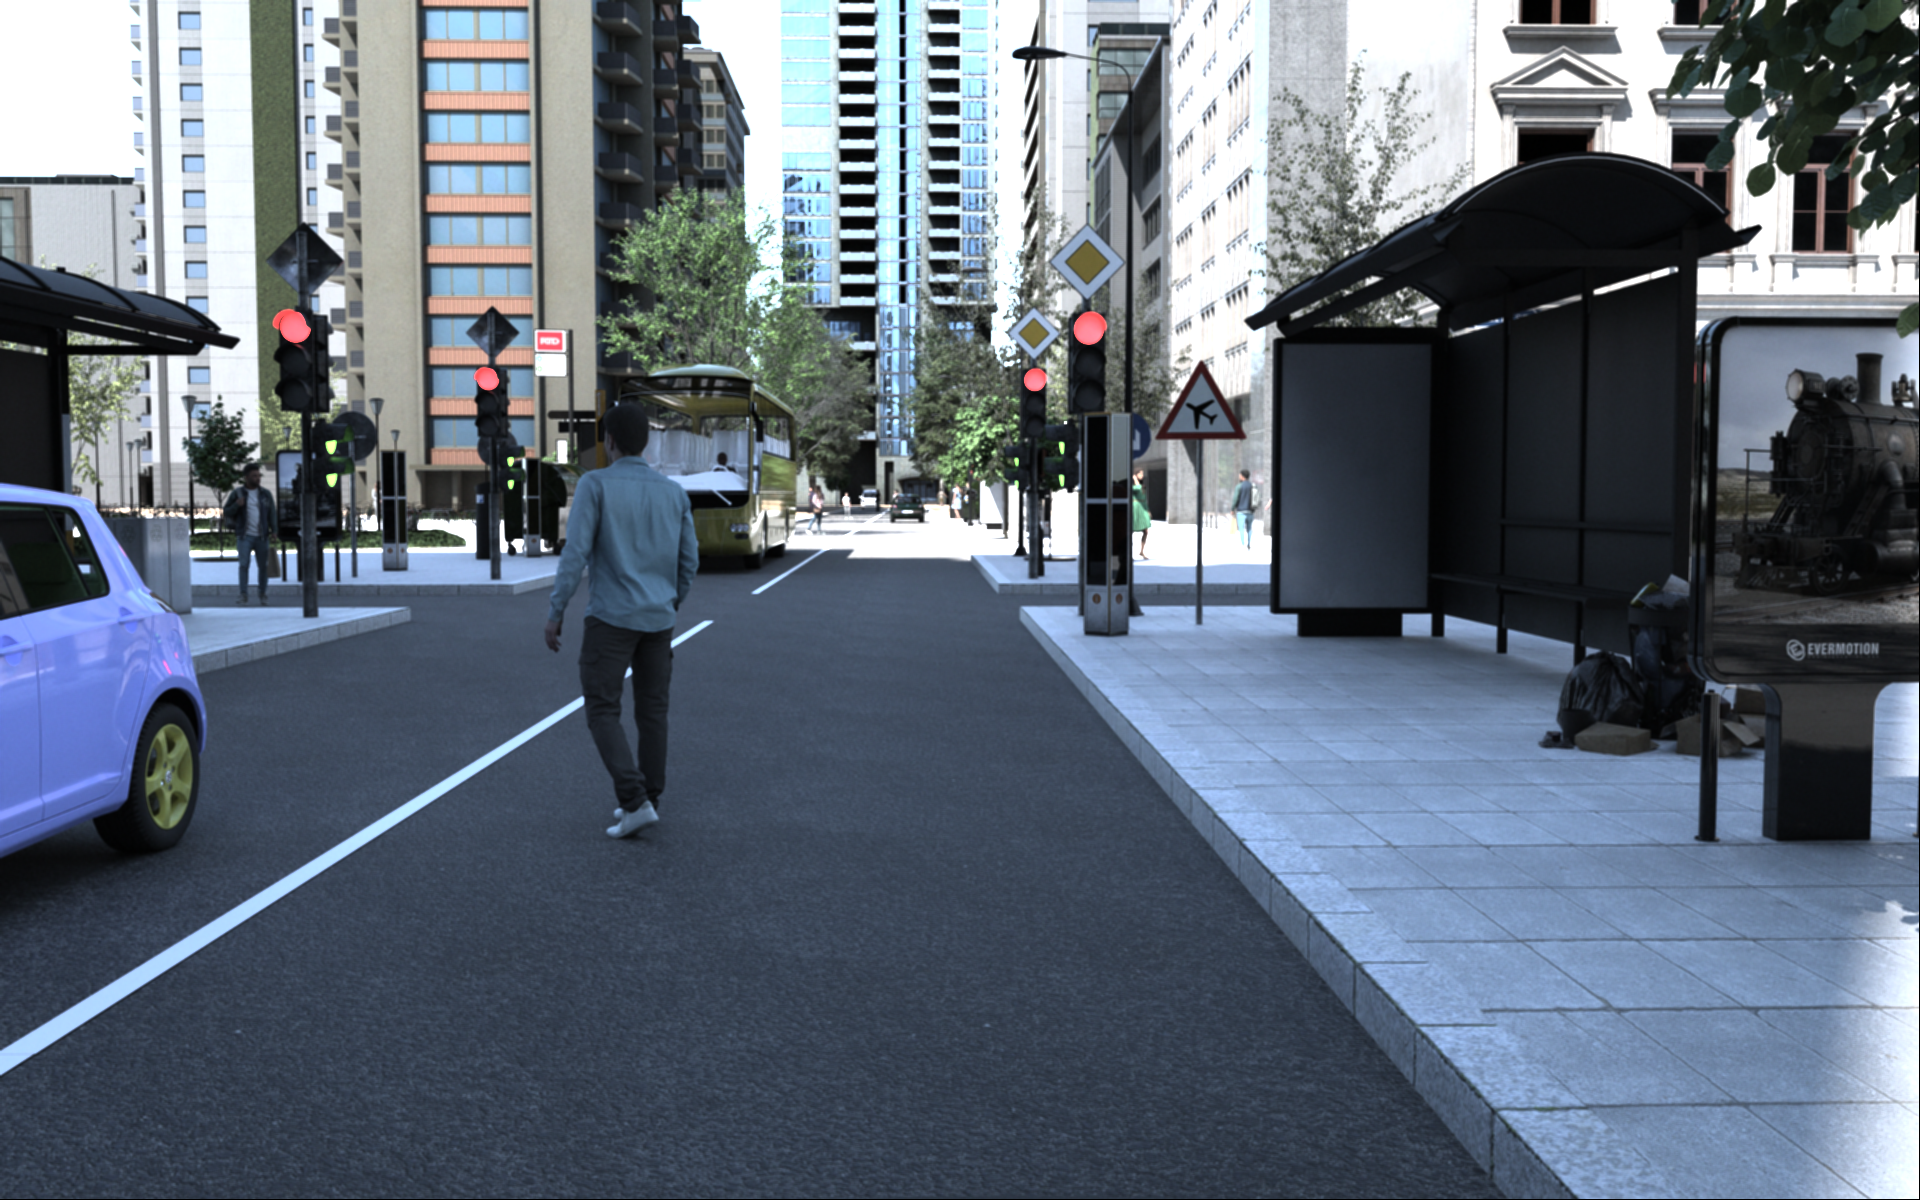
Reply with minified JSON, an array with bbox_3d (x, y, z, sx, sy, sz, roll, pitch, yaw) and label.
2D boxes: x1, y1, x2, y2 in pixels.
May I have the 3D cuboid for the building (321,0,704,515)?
[{"bbox_3d":[-28.952,-28.127,114.505,22.147,44.769,28.867,0,4,-2],"label":"building"}]

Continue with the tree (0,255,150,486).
[{"bbox_3d":[-27.789,-6.360,54.346,4.737,8.622,4.395,0,3,0],"label":"tree"}]

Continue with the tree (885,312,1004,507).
[{"bbox_3d":[-1.243,-19.644,177.074,12.611,20.169,13.585,0,3,0],"label":"tree"}]

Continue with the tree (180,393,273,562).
[{"bbox_3d":[-14.078,-2.365,33.270,1.663,3.219,1.824,0,3,0],"label":"tree"}]

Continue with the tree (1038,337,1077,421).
[{"bbox_3d":[4.926,-7.841,78.566,4.737,8.622,4.395,0,3,0],"label":"tree"}]

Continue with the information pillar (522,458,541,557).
[{"bbox_3d":[-8.692,-1.876,35.157,0.304,2.012,0.304,-2,4,-27],"label":"information pillar"}]

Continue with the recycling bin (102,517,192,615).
[{"bbox_3d":[-8.686,-0.355,18.364,0.722,1.027,0.722,1,4,15],"label":"recycling bin"}]

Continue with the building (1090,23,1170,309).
[{"bbox_3d":[15.061,-20.718,110.446,14.160,30.474,14.107,0,4,-2],"label":"building"}]

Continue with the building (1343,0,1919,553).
[{"bbox_3d":[19.915,-12.462,39.918,21.152,22.565,11.583,0,4,-2],"label":"building"}]

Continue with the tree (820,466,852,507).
[{"bbox_3d":[-12.644,-11.778,176.289,4.285,4.588,4.351,0,3,0],"label":"tree"}]

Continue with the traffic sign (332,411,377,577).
[{"bbox_3d":[-9.348,-1.625,26.670,0.768,2.556,0.104,0,4,3],"label":"traffic sign"}]

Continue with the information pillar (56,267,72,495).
[{"bbox_3d":[-9.390,-1.638,18.137,0.183,3.616,0.504,-2,4,-34],"label":"information pillar"}]

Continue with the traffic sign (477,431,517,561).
[{"bbox_3d":[-8.851,-2.022,33.161,0.768,2.556,0.104,0,4,-1],"label":"traffic sign"}]

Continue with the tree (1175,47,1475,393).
[{"bbox_3d":[6.727,-4.856,29.751,4.360,8.622,3.978,0,3,0],"label":"tree"}]

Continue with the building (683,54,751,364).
[{"bbox_3d":[-30.953,-28.131,151.822,23.993,40.220,32.217,0,4,-2],"label":"building"}]

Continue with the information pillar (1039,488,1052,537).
[{"bbox_3d":[2.568,-2.929,52.381,0.304,2.012,0.304,-2,4,-29],"label":"information pillar"}]

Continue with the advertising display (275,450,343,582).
[{"bbox_3d":[-9.521,-1.231,25.347,0.974,1.923,0.123,1,4,10],"label":"advertising display"}]

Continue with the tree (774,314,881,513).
[{"bbox_3d":[-9.962,-12.888,117.368,9.857,13.997,8.962,0,3,0],"label":"tree"}]

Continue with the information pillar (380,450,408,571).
[{"bbox_3d":[-9.467,-1.498,28.980,0.304,2.012,0.304,1,4,15],"label":"information pillar"}]

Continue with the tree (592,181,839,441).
[{"bbox_3d":[-8.462,-8.108,58.321,9.928,11.665,9.643,0,3,0],"label":"tree"}]

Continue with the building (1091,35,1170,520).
[{"bbox_3d":[15.057,-16.341,86.239,14.314,24.678,30.058,0,4,-2],"label":"building"}]

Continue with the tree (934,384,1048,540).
[{"bbox_3d":[1.224,-4.004,49.175,4.285,4.588,4.351,0,3,0],"label":"tree"}]

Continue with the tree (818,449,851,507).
[{"bbox_3d":[-12.141,-13.278,167.455,4.360,8.622,3.978,0,3,0],"label":"tree"}]

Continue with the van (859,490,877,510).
[{"bbox_3d":[-8.362,-9.415,160.951,2.013,2.044,4.112,0,4,-3],"label":"van"}]

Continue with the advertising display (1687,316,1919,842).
[{"bbox_3d":[3.193,-0.073,6.402,0.974,1.923,0.123,0,4,-4],"label":"advertising display"}]

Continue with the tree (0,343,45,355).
[{"bbox_3d":[-39.078,-7.398,71.317,4.360,8.622,3.978,0,3,0],"label":"tree"}]

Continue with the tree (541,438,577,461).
[{"bbox_3d":[-22.169,-7.046,98.912,4.285,4.588,4.351,0,3,0],"label":"tree"}]

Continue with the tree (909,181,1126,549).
[{"bbox_3d":[1.246,-5.501,40.309,4.360,8.622,3.978,0,3,0],"label":"tree"}]

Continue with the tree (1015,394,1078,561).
[{"bbox_3d":[1.880,-2.377,33.471,1.663,3.219,1.824,0,3,0],"label":"tree"}]

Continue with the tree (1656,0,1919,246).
[{"bbox_3d":[3.312,-1.218,3.633,4.285,4.588,4.351,0,3,0],"label":"tree"}]

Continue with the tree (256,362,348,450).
[{"bbox_3d":[-33.095,-8.405,87.776,4.737,8.622,4.395,0,3,0],"label":"tree"}]

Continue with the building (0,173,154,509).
[{"bbox_3d":[-79.183,-23.736,159.792,14.107,30.474,14.160,0,4,-2],"label":"building"}]

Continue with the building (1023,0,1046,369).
[{"bbox_3d":[17.034,-32.675,157.943,21.300,48.544,21.600,0,4,-2],"label":"building"}]

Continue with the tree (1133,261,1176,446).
[{"bbox_3d":[5.381,-6.434,55.561,4.360,8.622,3.978,0,3,0],"label":"tree"}]

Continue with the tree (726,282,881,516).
[{"bbox_3d":[-9.847,-11.591,99.887,12.009,13.543,11.850,0,3,0],"label":"tree"}]

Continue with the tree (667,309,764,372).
[{"bbox_3d":[-9.324,-7.144,67.173,4.360,8.622,3.978,0,3,0],"label":"tree"}]

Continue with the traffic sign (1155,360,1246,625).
[{"bbox_3d":[2.350,-1.037,16.958,0.884,2.594,0.081,0,4,2],"label":"traffic sign"}]

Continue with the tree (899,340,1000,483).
[{"bbox_3d":[-0.233,-14.553,144.593,9.857,13.997,8.962,0,3,0],"label":"tree"}]

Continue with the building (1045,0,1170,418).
[{"bbox_3d":[17.079,-36.118,132.526,21.231,58.520,28.212,0,4,-2],"label":"building"}]

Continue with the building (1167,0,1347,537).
[{"bbox_3d":[14.829,-14.878,61.272,12.078,24.808,19.932,0,4,-2],"label":"building"}]

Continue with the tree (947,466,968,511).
[{"bbox_3d":[-0.501,-8.308,130.441,1.663,3.219,1.824,0,3,0],"label":"tree"}]

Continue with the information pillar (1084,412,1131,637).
[{"bbox_3d":[1.332,-0.686,15.712,0.304,2.012,0.304,3,5,42],"label":"information pillar"}]

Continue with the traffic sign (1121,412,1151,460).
[{"bbox_3d":[2.571,-1.633,26.812,0.768,2.556,0.104,0,4,4],"label":"traffic sign"}]

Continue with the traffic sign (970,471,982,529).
[{"bbox_3d":[0.764,-3.916,64.135,0.768,2.556,0.104,0,4,6],"label":"traffic sign"}]

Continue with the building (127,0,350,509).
[{"bbox_3d":[-57.960,-37.603,156.815,28.212,58.520,21.231,0,4,-2],"label":"building"}]

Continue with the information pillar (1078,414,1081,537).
[{"bbox_3d":[2.208,-2.305,29.040,0.504,3.616,0.183,-2,4,-30],"label":"information pillar"}]
